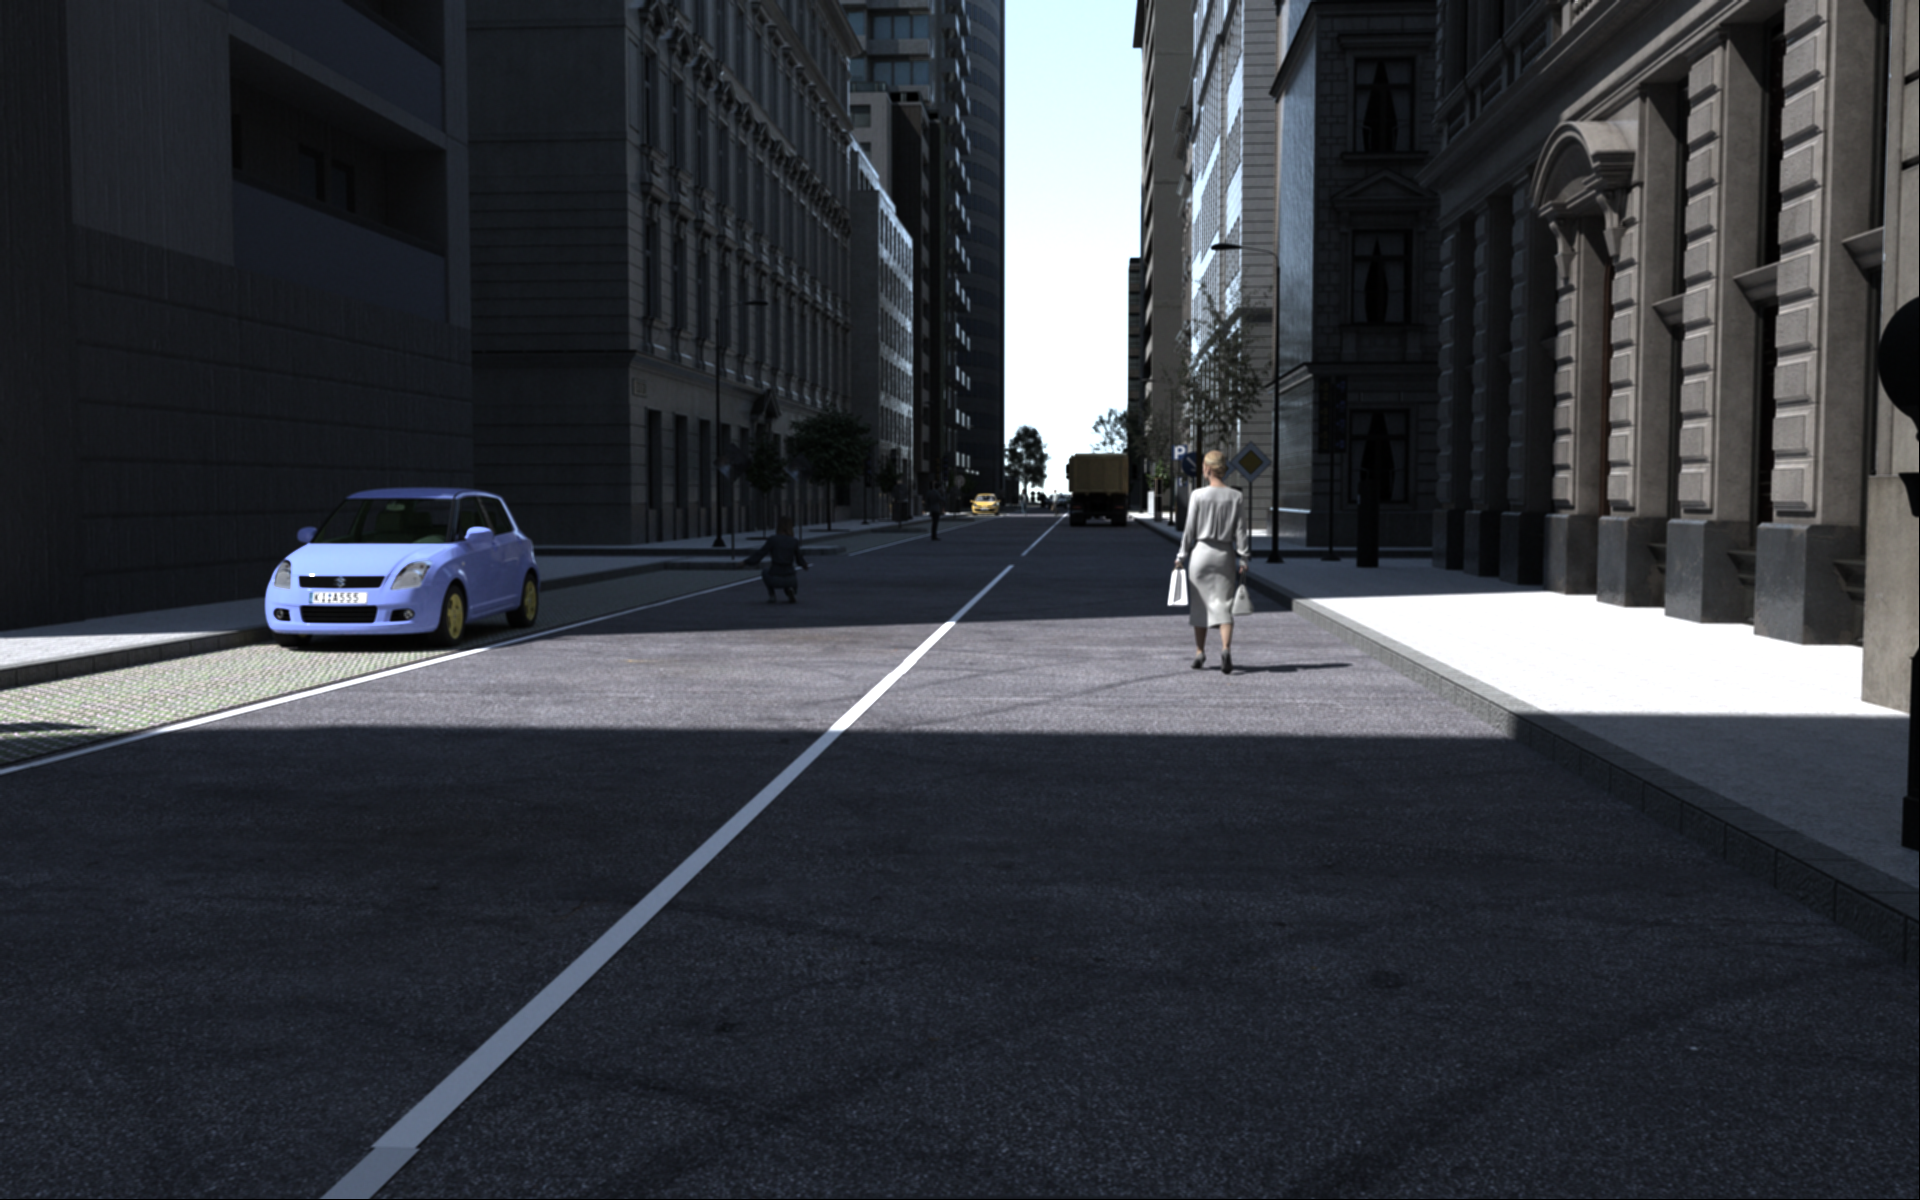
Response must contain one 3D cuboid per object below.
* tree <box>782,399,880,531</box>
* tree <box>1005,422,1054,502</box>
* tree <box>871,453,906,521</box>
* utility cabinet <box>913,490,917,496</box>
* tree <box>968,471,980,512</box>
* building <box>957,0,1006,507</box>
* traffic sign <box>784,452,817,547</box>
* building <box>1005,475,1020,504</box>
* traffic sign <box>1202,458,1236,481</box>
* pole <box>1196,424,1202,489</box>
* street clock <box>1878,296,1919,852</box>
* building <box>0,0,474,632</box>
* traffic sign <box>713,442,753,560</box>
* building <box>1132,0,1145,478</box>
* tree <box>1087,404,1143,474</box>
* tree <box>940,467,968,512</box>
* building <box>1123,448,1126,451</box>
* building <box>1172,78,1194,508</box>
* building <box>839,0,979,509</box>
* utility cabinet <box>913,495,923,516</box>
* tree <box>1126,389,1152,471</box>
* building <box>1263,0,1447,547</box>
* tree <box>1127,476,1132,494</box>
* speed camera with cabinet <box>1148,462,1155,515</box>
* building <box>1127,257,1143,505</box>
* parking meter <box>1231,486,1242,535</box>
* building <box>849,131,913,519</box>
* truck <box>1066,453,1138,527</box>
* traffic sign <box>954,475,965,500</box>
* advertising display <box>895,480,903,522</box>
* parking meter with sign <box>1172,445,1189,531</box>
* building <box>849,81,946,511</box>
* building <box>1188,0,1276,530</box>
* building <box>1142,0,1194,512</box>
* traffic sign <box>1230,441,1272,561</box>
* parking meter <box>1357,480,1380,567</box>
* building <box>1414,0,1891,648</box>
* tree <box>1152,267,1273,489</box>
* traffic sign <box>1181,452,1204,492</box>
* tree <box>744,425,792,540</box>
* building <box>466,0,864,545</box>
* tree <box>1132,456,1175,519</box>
[{"bbox_3d":[-4.460,-4.665,59.994,4.285,4.588,4.351,0,3,0],"label":"tree"},{"bbox_3d":[10.459,-21.924,275.464,9.611,12.733,9.660,0,3,0],"label":"tree"},{"bbox_3d":[-3.310,-5.350,82.075,1.663,3.219,1.824,0,3,0],"label":"tree"},{"bbox_3d":[-3.188,-5.917,105.422,1.173,1.500,0.318,-1,4,-10],"label":"utility cabinet"},{"bbox_3d":[0.368,-8.150,127.853,1.663,3.219,1.824,0,3,0],"label":"tree"},{"bbox_3d":[-6.544,-38.804,176.441,21.231,58.520,28.212,0,4,4],"label":"building"},{"bbox_3d":[-3.845,-2.330,41.745,0.795,2.450,0.064,0,4,4],"label":"traffic sign"},{"bbox_3d":[-1.533,-50.018,256.040,20.563,71.187,20.611,0,4,4],"label":"building"},{"bbox_3d":[6.121,-2.284,40.993,0.795,2.450,0.064,0,4,4],"label":"traffic sign"},{"bbox_3d":[6.999,-3.479,50.719,0.158,3.312,0.155,0,3,0],"label":"pole"},{"bbox_3d":[3.531,-0.098,6.165,0.471,2.002,0.358,0,4,-7],"label":"street clock"},{"bbox_3d":[-22.400,-29.464,23.740,28.212,58.520,21.231,0,4,4],"label":"building"},{"bbox_3d":[-4.431,-1.843,33.781,0.795,2.450,0.064,0,4,4],"label":"traffic sign"},{"bbox_3d":[32.050,-35.827,175.002,28.713,52.752,27.495,0,4,4],"label":"building"},{"bbox_3d":[18.558,-16.789,200.258,9.928,11.665,9.643,0,3,0],"label":"tree"},{"bbox_3d":[-0.543,-7.831,122.632,1.663,3.219,1.824,0,3,0],"label":"tree"},{"bbox_3d":[33.620,-56.249,232.349,22.319,86.520,31.000,0,4,4],"label":"building"},{"bbox_3d":[19.977,-19.288,102.752,14.401,28.519,23.554,0,4,4],"label":"building"},{"bbox_3d":[-10.791,-32.283,147.435,23.786,49.044,30.456,0,4,4],"label":"building"},{"bbox_3d":[-2.474,-5.517,101.364,0.306,1.237,1.020,-1,4,-16],"label":"utility cabinet"},{"bbox_3d":[13.613,-10.379,120.055,4.360,8.622,3.978,0,3,0],"label":"tree"},{"bbox_3d":[17.811,-11.067,45.572,19.286,19.102,10.561,0,4,4],"label":"building"},{"bbox_3d":[15.323,-10.026,158.529,1.663,3.219,1.824,0,3,0],"label":"tree"},{"bbox_3d":[12.075,-6.894,107.049,0.660,3.252,2.038,1,4,16],"label":"speed camera with cabinet"},{"bbox_3d":[27.464,-26.906,211.607,14.160,30.474,14.107,0,4,4],"label":"building"},{"bbox_3d":[8.754,-2.842,54.873,0.372,1.533,0.369,0,3,0],"label":"parking meter"},{"bbox_3d":[-8.629,-14.736,95.678,10.420,20.320,16.860,0,4,4],"label":"building"},{"bbox_3d":[6.483,-5.155,80.209,3.469,3.379,9.791,0,4,6],"label":"truck"},{"bbox_3d":[-0.029,-7.126,116.614,0.768,2.556,0.104,1,4,11],"label":"traffic sign"},{"bbox_3d":[-2.776,-4.495,78.702,0.123,1.923,0.974,1,4,15],"label":"advertising display"},{"bbox_3d":[7.724,-3.927,60.473,0.543,3.016,1.738,0,4,3],"label":"parking meter with sign"},{"bbox_3d":[-8.606,-21.617,125.143,14.160,30.474,14.107,0,4,4],"label":"building"},{"bbox_3d":[16.475,-18.239,75.701,11.434,29.767,29.804,0,4,4],"label":"building"},{"bbox_3d":[25.431,-31.304,135.516,21.300,48.544,21.600,0,4,4],"label":"building"},{"bbox_3d":[5.535,-1.797,33.029,0.795,2.450,0.064,0,4,4],"label":"traffic sign"},{"bbox_3d":[7.166,-1.346,30.415,0.372,1.533,0.369,0,3,0],"label":"parking meter"},{"bbox_3d":[12.423,-11.707,20.292,11.050,23.489,19.941,0,4,4],"label":"building"},{"bbox_3d":[8.534,-6.503,56.684,4.360,8.622,3.978,0,3,0],"label":"tree"},{"bbox_3d":[7.047,-3.186,52.195,0.768,2.556,0.104,1,4,9],"label":"traffic sign"},{"bbox_3d":[-5.397,-3.319,48.869,1.663,3.219,1.824,0,3,0],"label":"tree"},{"bbox_3d":[-14.528,-17.617,64.455,17.030,29.872,44.131,0,4,4],"label":"building"},{"bbox_3d":[10.219,-5.765,88.857,1.663,3.219,1.824,0,3,0],"label":"tree"}]
